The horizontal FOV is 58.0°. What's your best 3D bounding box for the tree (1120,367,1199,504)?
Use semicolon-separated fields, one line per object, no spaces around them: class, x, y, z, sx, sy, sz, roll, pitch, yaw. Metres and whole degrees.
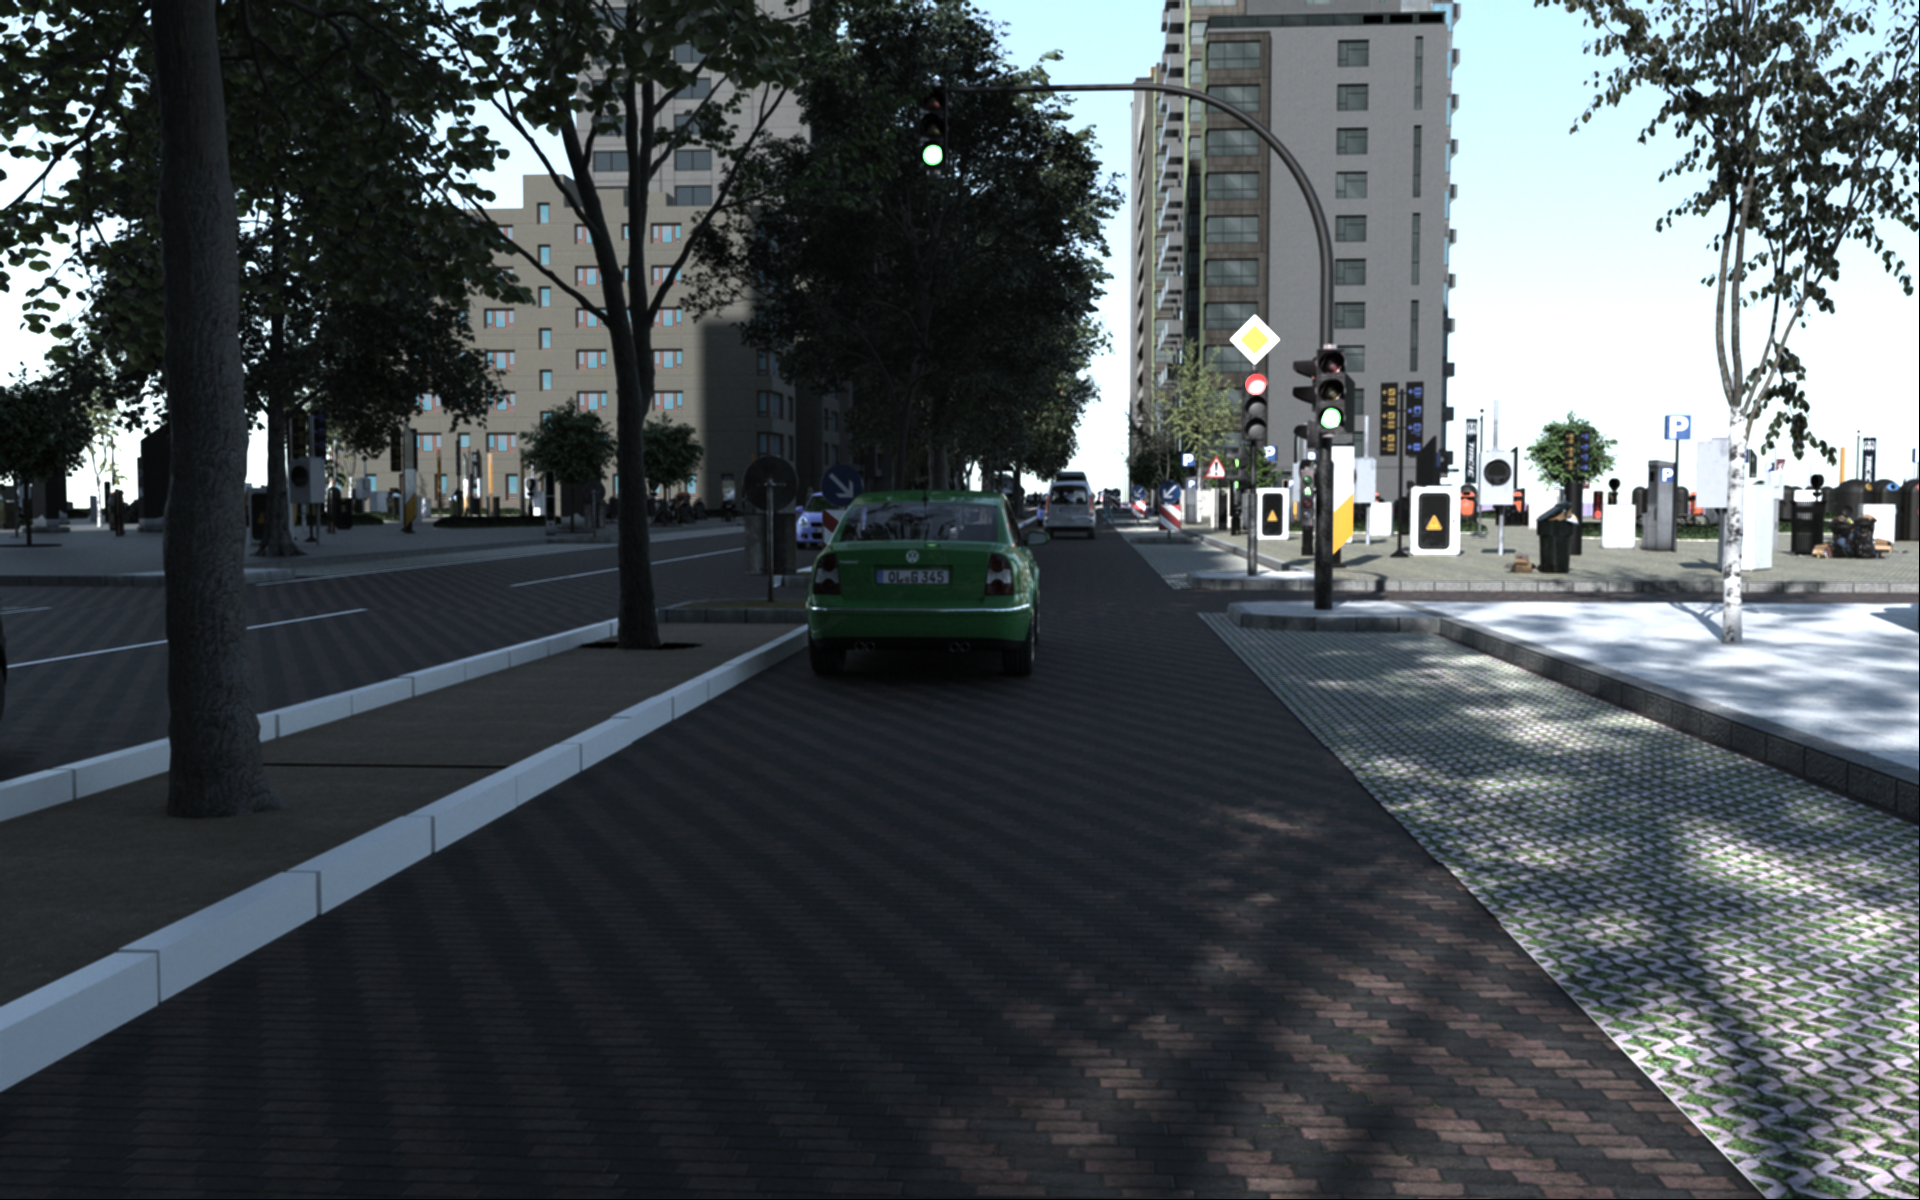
tree;11.398;-8.992;97.376;4.360;8.622;3.978;0;3;0

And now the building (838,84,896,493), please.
building;-13.563;-29.214;161.244;14.154;41.232;14.086;0;4;4

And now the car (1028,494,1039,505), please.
car;9.901;-13.122;226.341;2.131;1.459;4.920;0;4;3

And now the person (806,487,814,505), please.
person;-7.534;-4.860;88.137;0.709;1.800;0.728;3;5;40

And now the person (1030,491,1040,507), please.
person;8.382;-11.265;192.698;1.348;1.821;0.705;-2;4;-31

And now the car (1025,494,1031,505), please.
car;9.956;-14.080;239.240;2.155;1.783;4.494;0;4;4

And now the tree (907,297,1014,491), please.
tree;-0.039;-5.904;49.353;4.360;8.622;3.978;0;3;0

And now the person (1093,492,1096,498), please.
person;17.410;-13.355;227.376;1.217;1.766;0.721;-3;5;-44

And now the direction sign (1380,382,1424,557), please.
direction sign;8.948;-2.640;35.157;0.876;3.537;0.379;2;4;34

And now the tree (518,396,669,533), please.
tree;-12.873;-4.522;57.656;4.285;4.588;4.351;0;3;0

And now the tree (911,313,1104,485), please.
tree;2.035;-10.678;87.406;12.009;13.543;11.850;0;3;0

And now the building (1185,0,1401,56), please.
building;22.795;-26.839;122.406;14.154;41.232;14.086;0;4;4

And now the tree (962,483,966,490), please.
tree;0.442;-15.330;245.239;1.663;3.219;1.824;0;3;0

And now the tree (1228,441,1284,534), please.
tree;9.734;-3.788;56.531;1.663;3.219;1.824;0;3;0

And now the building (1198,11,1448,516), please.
building;21.939;-20.590;108.346;14.160;30.474;14.107;0;4;4

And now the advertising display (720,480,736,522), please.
advertising display;-10.744;-4.590;80.260;0.123;1.923;0.974;2;4;31

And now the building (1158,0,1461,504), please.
building;28.163;-32.113;144.655;23.786;49.044;30.456;0;4;4

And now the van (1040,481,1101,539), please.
van;3.602;-3.031;56.569;2.013;2.044;4.112;0;4;5

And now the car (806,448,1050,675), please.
car;-0.208;-0.386;15.115;1.959;1.807;4.718;0;4;4

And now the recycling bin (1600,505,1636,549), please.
recycling bin;15.464;-1.722;40.706;0.722;1.027;0.722;1;4;17

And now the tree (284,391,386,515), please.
tree;-26.239;-7.594;74.532;4.360;8.622;3.978;0;3;0

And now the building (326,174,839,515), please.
building;-24.075;-16.766;119.167;27.650;21.520;28.899;0;4;4

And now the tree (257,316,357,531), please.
tree;-22.558;-6.695;59.829;4.737;8.622;4.395;0;3;0

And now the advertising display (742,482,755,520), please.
advertising display;-10.415;-4.908;85.463;0.123;1.923;0.974;2;4;27

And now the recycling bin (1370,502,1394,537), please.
recycling bin;12.713;-2.435;52.371;0.722;1.027;0.722;1;4;20

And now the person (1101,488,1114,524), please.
person;7.040;-4.491;82.760;0.563;1.720;0.643;-3;4;-37

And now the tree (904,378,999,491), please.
tree;0.207;-6.284;55.556;4.737;8.622;4.395;0;3;0

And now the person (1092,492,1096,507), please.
person;14.816;-11.231;193.050;0.530;1.710;0.541;-2;4;-29

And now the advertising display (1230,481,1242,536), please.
advertising display;8.553;-2.965;53.684;0.123;1.923;0.974;2;4;25

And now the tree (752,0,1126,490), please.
tree;-0.469;-8.109;41.697;9.857;13.997;8.962;0;3;0

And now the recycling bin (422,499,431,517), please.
recycling bin;-29.996;-5.142;96.632;0.722;1.027;0.722;1;4;10

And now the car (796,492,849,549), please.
car;-3.367;-2.246;46.315;1.945;1.707;3.694;0;4;3

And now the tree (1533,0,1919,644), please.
tree;6.871;-3.927;14.569;4.360;8.622;3.978;0;3;0

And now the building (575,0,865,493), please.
building;-18.676;-43.065;142.364;20.563;71.187;20.611;0;4;4

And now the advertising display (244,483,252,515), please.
advertising display;-40.776;-5.743;99.112;0.123;1.923;0.974;0;4;5

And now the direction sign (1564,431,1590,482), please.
direction sign;22.012;-4.273;61.861;0.876;3.537;0.379;0;3;0

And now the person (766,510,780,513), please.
person;-5.304;-2.490;49.392;0.537;1.800;0.526;-1;4;-21

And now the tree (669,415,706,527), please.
tree;-11.695;-5.185;68.482;4.285;4.588;4.351;0;3;0

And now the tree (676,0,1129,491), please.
tree;-1.225;-5.790;31.528;8.767;10.594;7.601;0;4;4

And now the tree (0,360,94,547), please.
tree;-22.979;-3.604;42.638;4.285;4.588;4.351;0;3;0

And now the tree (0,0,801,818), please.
tree;-3.270;-5.286;7.004;7.486;12.596;7.792;0;3;0

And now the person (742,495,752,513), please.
person;-9.270;-4.109;75.492;0.447;1.846;0.655;0;4;-3

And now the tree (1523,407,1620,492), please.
tree;23.165;-5.026;65.893;4.285;4.588;4.351;0;3;0

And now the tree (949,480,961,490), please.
tree;-1.316;-13.899;221.851;1.663;3.219;1.824;0;3;0

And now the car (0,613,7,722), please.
car;-6.323;0.100;8.149;2.009;1.686;4.222;0;4;3

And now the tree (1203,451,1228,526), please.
tree;10.574;-4.650;70.626;1.663;3.219;1.824;0;3;0

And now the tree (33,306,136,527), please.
tree;-33.607;-7.140;67.105;4.737;8.622;4.395;0;3;0

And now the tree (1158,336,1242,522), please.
tree;11.167;-7.948;80.318;4.737;8.622;4.395;0;3;0

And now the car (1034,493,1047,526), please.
car;4.322;-4.192;78.134;1.945;1.707;3.694;0;4;2

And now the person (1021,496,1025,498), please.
person;7.971;-12.662;218.706;0.628;1.438;0.799;-3;5;-43

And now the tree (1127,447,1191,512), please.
tree;13.474;-8.486;122.467;4.285;4.588;4.351;0;3;0

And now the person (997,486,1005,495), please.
person;1.929;-4.595;83.638;0.555;1.821;0.388;-1;4;-16

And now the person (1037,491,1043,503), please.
person;9.134;-11.473;196.798;1.217;1.736;0.721;2;4;28

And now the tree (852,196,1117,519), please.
tree;0.991;-8.872;64.517;9.611;12.733;9.660;0;3;0

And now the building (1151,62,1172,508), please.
building;25.591;-29.588;167.358;14.154;41.232;14.086;0;4;4

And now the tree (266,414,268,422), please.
tree;-36.102;-8.811;94.415;4.360;8.622;3.978;0;3;0

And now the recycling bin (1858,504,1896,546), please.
recycling bin;22.837;-1.873;43.173;0.722;1.027;0.722;1;4;17

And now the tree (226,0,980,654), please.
tree;-3.081;-5.359;15.831;9.928;11.665;9.643;0;3;0

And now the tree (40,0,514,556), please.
tree;-14.158;-7.270;35.872;9.611;12.733;9.660;0;3;0
